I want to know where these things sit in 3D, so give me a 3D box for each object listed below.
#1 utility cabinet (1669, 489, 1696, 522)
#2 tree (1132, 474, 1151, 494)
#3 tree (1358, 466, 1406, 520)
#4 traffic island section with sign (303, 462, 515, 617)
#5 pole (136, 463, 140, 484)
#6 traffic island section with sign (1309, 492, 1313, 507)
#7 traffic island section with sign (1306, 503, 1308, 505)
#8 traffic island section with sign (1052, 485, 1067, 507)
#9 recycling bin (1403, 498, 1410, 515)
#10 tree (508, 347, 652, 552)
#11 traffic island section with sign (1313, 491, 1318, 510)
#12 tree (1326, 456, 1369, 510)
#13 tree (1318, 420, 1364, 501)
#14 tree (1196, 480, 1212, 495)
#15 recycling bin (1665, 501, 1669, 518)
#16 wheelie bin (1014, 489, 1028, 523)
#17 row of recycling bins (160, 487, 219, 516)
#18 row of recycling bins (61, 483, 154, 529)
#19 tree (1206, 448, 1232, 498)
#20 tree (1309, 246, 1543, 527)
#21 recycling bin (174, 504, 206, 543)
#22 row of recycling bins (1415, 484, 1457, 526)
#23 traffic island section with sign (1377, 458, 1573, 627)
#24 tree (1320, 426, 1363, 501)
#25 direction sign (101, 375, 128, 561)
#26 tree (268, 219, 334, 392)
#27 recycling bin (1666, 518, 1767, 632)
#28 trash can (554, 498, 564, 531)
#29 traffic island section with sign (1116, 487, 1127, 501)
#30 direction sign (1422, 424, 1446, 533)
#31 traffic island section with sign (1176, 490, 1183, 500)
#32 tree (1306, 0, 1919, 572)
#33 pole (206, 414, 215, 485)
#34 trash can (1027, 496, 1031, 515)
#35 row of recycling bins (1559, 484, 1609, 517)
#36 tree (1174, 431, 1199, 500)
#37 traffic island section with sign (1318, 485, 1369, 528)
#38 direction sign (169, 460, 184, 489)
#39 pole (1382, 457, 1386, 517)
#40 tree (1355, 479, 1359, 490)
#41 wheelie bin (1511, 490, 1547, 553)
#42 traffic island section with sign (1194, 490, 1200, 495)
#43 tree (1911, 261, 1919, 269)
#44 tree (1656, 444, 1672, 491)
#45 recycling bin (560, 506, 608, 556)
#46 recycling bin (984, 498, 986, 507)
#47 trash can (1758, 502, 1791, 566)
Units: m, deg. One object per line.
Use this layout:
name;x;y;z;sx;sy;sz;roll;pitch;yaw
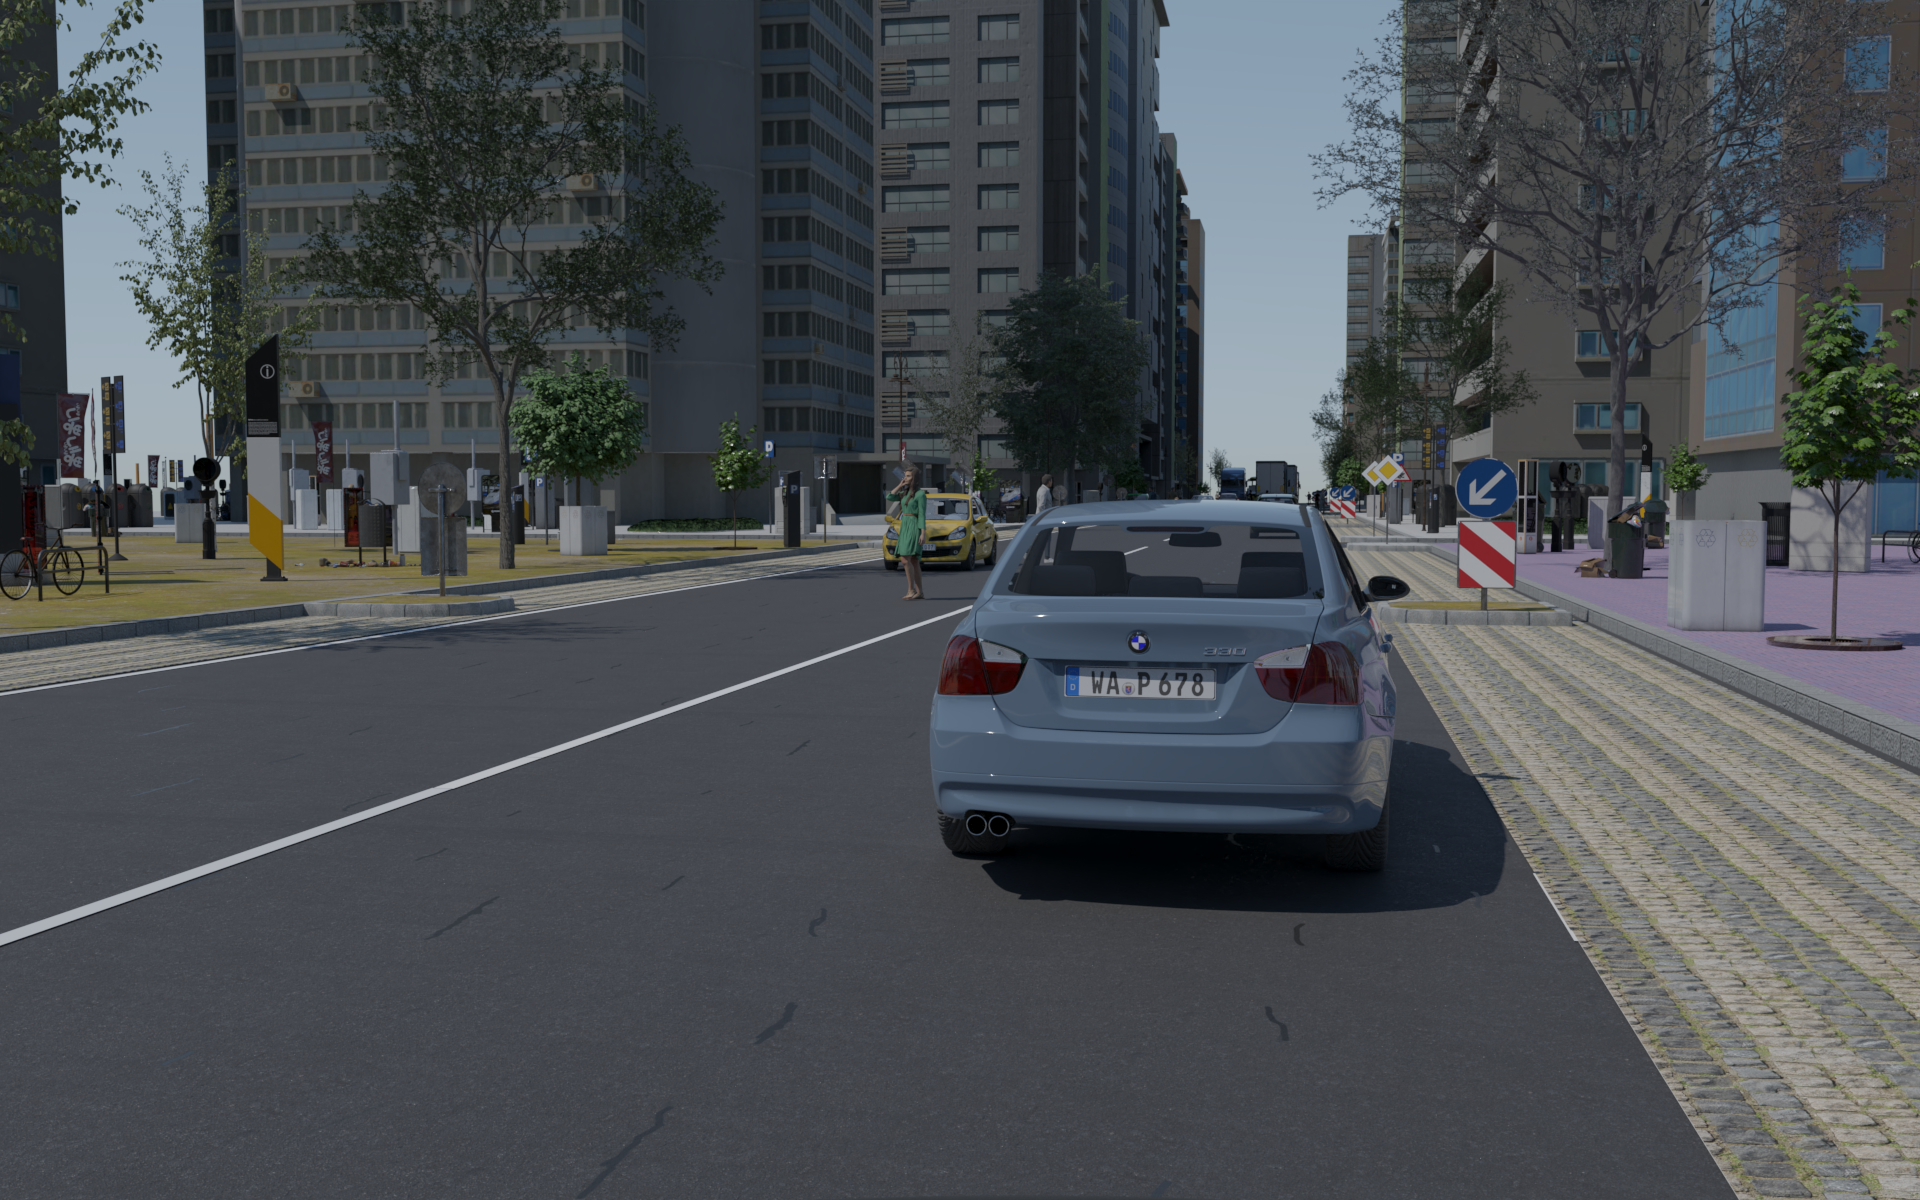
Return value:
utility cabinet;27.103;-3.441;64.935;1.173;1.500;0.318;-2;4;-32
tree;14.798;-8.971;141.275;1.663;3.219;1.824;0;3;0
tree;21.381;-5.648;86.948;1.663;3.219;1.824;0;3;0
traffic island section with sign;-6.528;-0.754;20.961;1.989;1.847;2.006;1;4;11
pole;-54.292;-7.373;114.385;0.158;3.312;0.155;0;3;0
traffic island section with sign;31.352;-8.636;149.820;1.989;1.847;2.006;1;4;11
traffic island section with sign;36.649;-10.286;176.810;1.989;1.847;2.006;1;4;11
traffic island section with sign;4.412;-4.158;76.610;1.989;1.847;2.006;1;4;11
recycling bin;26.586;-5.616;104.369;0.722;1.027;0.722;-3;4;-36
tree;-8.623;-3.388;39.115;4.285;4.588;4.351;0;3;0
traffic island section with sign;21.730;-5.638;100.816;1.989;1.847;2.006;1;4;11
tree;32.652;-9.798;143.908;4.285;4.588;4.351;0;3;0
tree;38.047;-13.524;171.477;4.737;8.622;4.395;0;3;0
tree;31.626;-14.240;227.420;1.663;3.219;1.824;0;3;0
recycling bin;27.452;-3.300;66.509;0.722;1.027;0.722;-3;5;-42
wheelie bin;2.611;-4.237;77.177;0.693;1.594;0.980;1;4;15
row of recycling bins;-45.267;-5.786;101.706;1.069;1.692;3.534;2;4;32
row of recycling bins;-32.446;-3.581;65.660;1.069;1.692;3.534;3;4;38
tree;42.755;-20.340;282.913;4.737;8.622;4.395;0;3;0
tree;18.257;-8.060;66.186;7.601;10.594;8.767;-3;4;-37
recycling bin;-20.211;-2.016;45.520;0.722;1.027;0.722;-1;4;-19
row of recycling bins;19.727;-3.964;71.925;1.069;1.692;3.534;0;4;-1
traffic island section with sign;5.796;-0.678;19.709;1.989;1.847;2.006;1;4;11
tree;39.620;-14.072;180.444;4.360;8.622;3.978;0;3;0
direction sign;-16.264;-2.528;33.324;0.876;3.537;0.379;3;5;39
tree;-16.253;-5.357;37.943;4.737;8.622;4.395;0;3;0
recycling bin;7.192;-0.240;16.479;0.722;1.027;0.722;1;4;10
trash can;-13.906;-3.018;60.995;0.748;1.137;0.748;0;3;0
traffic island section with sign;9.685;-5.801;103.473;1.989;1.847;2.006;1;4;11
direction sign;15.415;-3.940;56.415;0.379;3.537;0.876;-3;5;-40
traffic island section with sign;19.284;-8.786;152.281;1.989;1.847;2.006;1;4;11
tree;11.028;-7.234;28.650;12.009;13.543;11.850;0;3;0
pole;-19.070;-3.073;44.093;0.158;3.312;0.155;0;3;0
trash can;3.904;-5.700;104.853;0.748;1.137;0.748;0;3;0
row of recycling bins;25.005;-3.801;69.260;1.069;1.692;3.534;3;5;44
tree;25.971;-15.410;202.311;4.360;8.622;3.978;0;3;0
traffic island section with sign;16.528;-4.021;74.366;1.989;1.847;2.006;1;4;11
direction sign;-51.697;-7.481;114.316;0.876;3.537;0.379;0;4;-6
pole;23.208;-6.179;94.873;0.158;3.312;0.155;0;3;0
tree;27.477;-7.509;117.371;1.663;3.219;1.824;0;3;0
wheelie bin;12.445;-1.837;37.945;0.693;1.594;0.980;0;4;7
traffic island section with sign;24.571;-10.432;179.185;1.989;1.847;2.006;1;4;11
tree;21.830;-5.202;35.408;4.737;8.622;4.395;0;3;0
tree;24.080;-3.854;57.621;1.663;3.219;1.824;0;3;0
recycling bin;-7.879;-1.450;36.257;0.722;1.027;0.722;3;4;38
recycling bin;1.021;-5.380;100.518;0.722;1.027;0.722;-3;5;-41
trash can;14.631;-1.177;30.898;0.748;1.137;0.748;0;3;0
